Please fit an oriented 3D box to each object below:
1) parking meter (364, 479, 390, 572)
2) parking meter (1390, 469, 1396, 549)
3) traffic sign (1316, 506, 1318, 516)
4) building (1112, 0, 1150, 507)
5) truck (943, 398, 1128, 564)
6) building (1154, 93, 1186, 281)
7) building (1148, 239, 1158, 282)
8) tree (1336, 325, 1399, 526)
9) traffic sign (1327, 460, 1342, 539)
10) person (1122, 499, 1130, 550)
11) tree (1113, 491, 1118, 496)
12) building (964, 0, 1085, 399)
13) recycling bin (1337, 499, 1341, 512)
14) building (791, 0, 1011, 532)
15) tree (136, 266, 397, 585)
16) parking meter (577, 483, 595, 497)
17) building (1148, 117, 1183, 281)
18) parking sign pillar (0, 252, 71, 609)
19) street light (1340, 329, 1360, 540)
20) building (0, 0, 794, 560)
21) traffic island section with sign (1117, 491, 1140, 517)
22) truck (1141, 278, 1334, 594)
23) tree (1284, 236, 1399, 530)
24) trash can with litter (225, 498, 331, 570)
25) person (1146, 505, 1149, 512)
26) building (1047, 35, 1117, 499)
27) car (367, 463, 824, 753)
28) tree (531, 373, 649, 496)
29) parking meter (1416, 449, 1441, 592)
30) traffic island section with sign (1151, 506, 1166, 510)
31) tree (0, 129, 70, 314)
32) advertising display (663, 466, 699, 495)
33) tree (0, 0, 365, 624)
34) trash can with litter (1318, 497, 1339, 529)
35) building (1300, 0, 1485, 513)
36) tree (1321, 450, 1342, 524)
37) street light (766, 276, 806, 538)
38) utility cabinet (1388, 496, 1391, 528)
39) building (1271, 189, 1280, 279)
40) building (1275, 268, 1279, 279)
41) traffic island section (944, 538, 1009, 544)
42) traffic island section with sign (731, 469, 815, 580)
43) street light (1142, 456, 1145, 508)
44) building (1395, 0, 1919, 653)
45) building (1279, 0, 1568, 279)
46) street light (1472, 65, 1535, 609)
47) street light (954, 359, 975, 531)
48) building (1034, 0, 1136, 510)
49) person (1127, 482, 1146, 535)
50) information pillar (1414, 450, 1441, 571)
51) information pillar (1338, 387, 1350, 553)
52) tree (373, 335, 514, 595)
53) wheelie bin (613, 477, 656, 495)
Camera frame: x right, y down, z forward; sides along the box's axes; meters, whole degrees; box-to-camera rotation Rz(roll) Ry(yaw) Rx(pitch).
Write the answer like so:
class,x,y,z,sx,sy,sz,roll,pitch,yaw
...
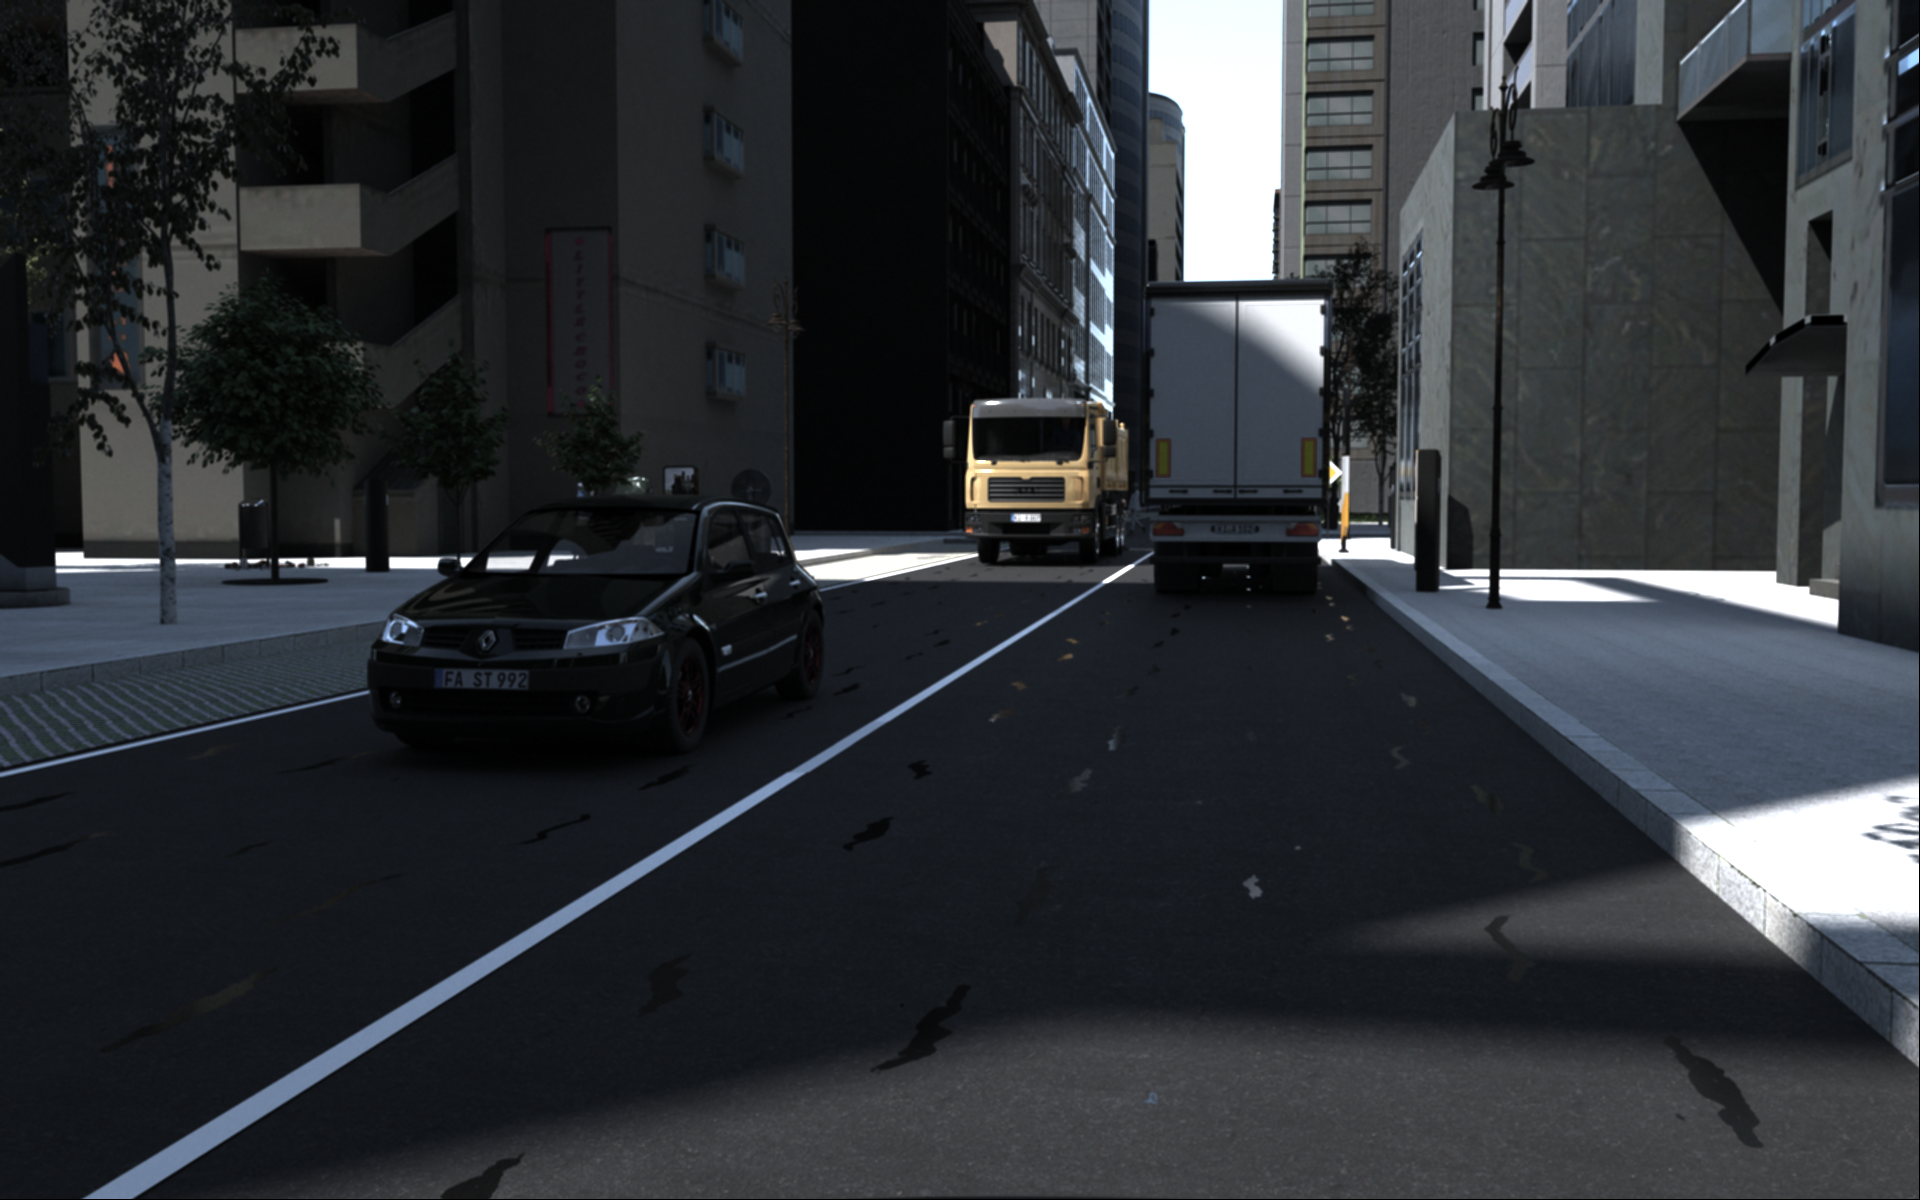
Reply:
class,x,y,z,sx,sy,sz,roll,pitch,yaw
parking meter,-9.618,-1.232,28.561,0.372,1.533,0.369,0,3,0
parking meter,10.192,-2.116,40.314,0.255,1.863,0.399,0,4,0
traffic sign,11.775,-3.272,57.143,0.795,2.450,0.064,1,4,9
building,6.971,-38.302,168.242,21.231,58.520,28.212,1,4,9
truck,2.012,-2.568,37.903,3.469,3.379,9.791,1,4,10
building,21.536,-43.434,252.143,21.231,58.520,28.212,1,4,9
building,14.233,-25.578,189.908,14.160,30.474,14.107,1,4,9
tree,17.025,-7.296,69.656,4.360,8.622,3.978,0,3,0
traffic sign,10.468,-2.790,49.265,0.795,2.450,0.064,1,4,9
person,4.157,-1.918,44.134,0.394,1.301,0.425,-1,4,-17
tree,11.621,-8.305,130.395,1.663,3.219,1.824,0,3,0
building,-1.105,-17.730,87.148,12.463,27.353,25.104,1,4,9
recycling bin,17.755,-4.188,81.034,0.722,1.027,0.722,0,4,8
building,-5.203,-14.528,67.217,12.332,23.373,15.834,1,4,9
tree,-9.833,-2.521,24.925,4.285,4.588,4.351,0,3,0
parking meter,-7.081,-1.501,32.947,0.372,1.533,0.369,0,3,0
building,18.000,-36.950,227.834,21.300,48.544,21.600,1,4,9
parking sign pillar,-11.059,-1.918,19.837,1.447,3.967,1.447,1,4,21
street light,10.954,-4.648,48.781,0.468,5.910,1.993,1,4,9
building,-17.238,-25.672,43.442,21.600,48.544,21.300,1,4,9
traffic island section with sign,10.187,-6.073,107.929,1.989,1.847,2.006,1,4,9
truck,4.528,-2.404,28.226,2.839,4.237,11.283,1,4,9
tree,13.748,-7.809,62.084,7.601,10.594,8.767,0,4,-6
trash can with litter,-11.900,-1.173,30.231,1.678,1.210,2.233,3,4,38
person,14.650,-7.754,136.066,0.721,1.735,1.217,0,4,5
building,3.581,-20.586,114.076,11.434,29.767,29.804,1,4,9
car,-2.096,-0.069,10.915,2.009,1.686,4.222,1,4,10
tree,-5.707,-2.024,27.690,1.663,3.219,1.824,0,3,0
parking meter,6.179,-1.047,22.831,0.255,1.863,0.399,1,4,23
traffic island section with sign,18.321,-9.072,156.958,1.989,1.847,2.006,1,4,9
tree,-17.238,-4.771,28.373,4.737,8.622,4.395,0,3,0
advertising display,-6.374,-2.102,39.576,0.974,1.923,0.123,2,4,33
tree,-8.069,-4.066,16.849,4.360,8.622,3.978,0,3,0
trash can with litter,13.473,-3.179,63.370,0.624,1.170,1.055,0,4,-7
building,24.303,-24.674,87.019,14.154,41.232,14.086,1,4,9
tree,15.845,-4.870,74.232,1.663,3.219,1.824,0,3,0
street light,-3.685,-3.916,36.808,0.468,5.910,1.993,1,4,9
utility cabinet,16.962,-3.391,66.610,1.020,1.237,0.306,-1,4,-22
building,54.551,-35.894,241.483,22.147,44.769,28.867,1,4,9
building,47.068,-27.471,220.844,14.160,30.474,14.107,1,4,9
traffic island section,0.735,-1.754,50.956,2.009,0.180,2.903,1,4,9
traffic island section with sign,-3.311,-1.099,26.589,1.989,1.847,2.006,1,4,9
street light,17.531,-11.758,165.033,0.468,5.910,1.993,1,4,9
building,18.502,-43.272,20.177,22.319,86.520,31.000,1,4,9
building,31.945,-35.029,114.719,21.231,58.520,28.212,1,4,9
street light,5.999,-2.843,19.279,0.468,5.910,1.993,1,4,9
street light,0.160,-5.289,59.258,0.468,5.910,1.993,1,4,9
building,4.222,-43.141,143.612,20.563,71.187,20.611,1,4,9
person,6.238,-3.222,61.065,0.818,1.842,0.514,-1,4,-17
information pillar,7.827,-1.500,29.013,0.304,2.012,0.304,3,5,41
information pillar,8.402,-2.838,37.761,0.183,3.616,0.504,0,4,3
tree,-6.305,-1.629,21.228,1.663,3.219,1.824,0,3,0
wheelie bin,-6.117,-1.505,32.508,0.980,1.594,0.693,1,4,17
